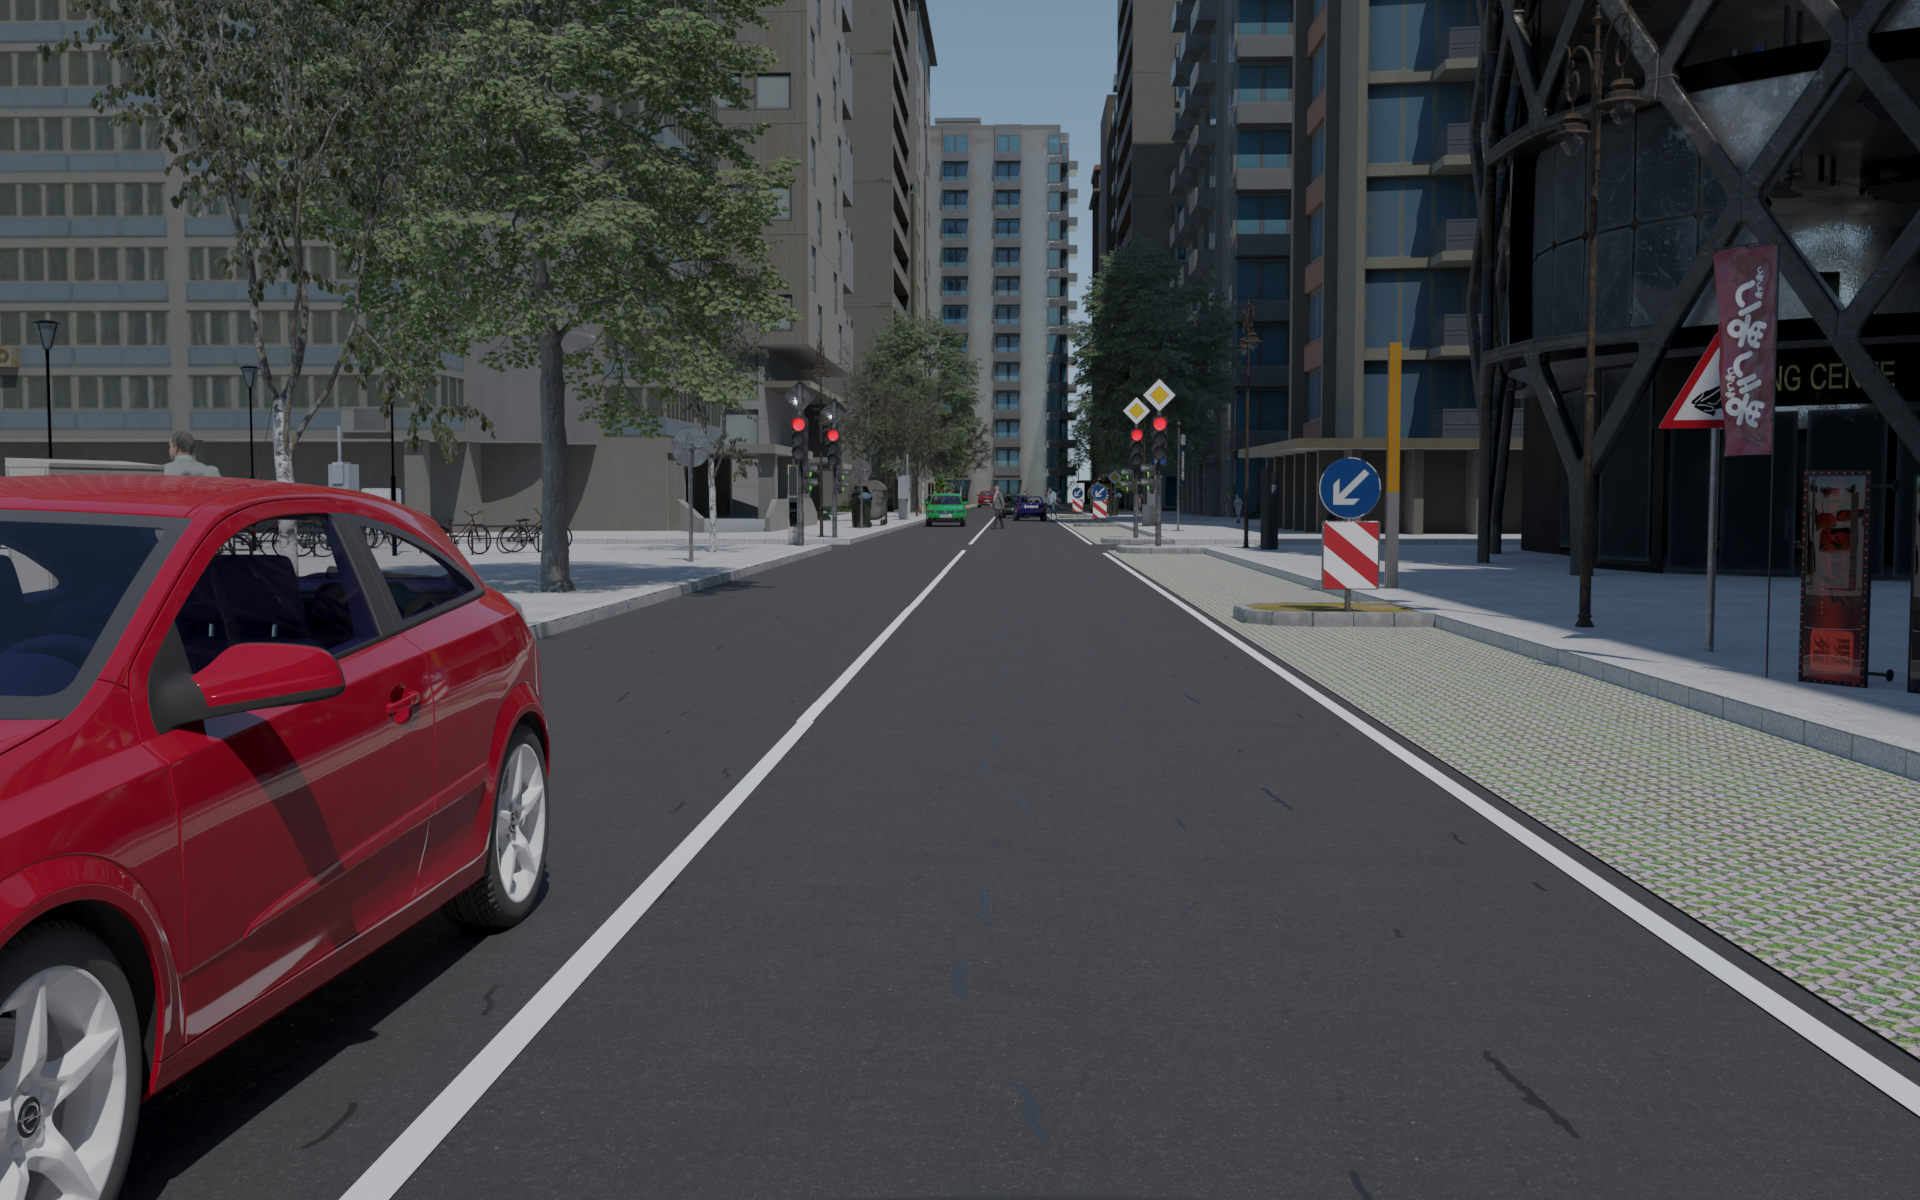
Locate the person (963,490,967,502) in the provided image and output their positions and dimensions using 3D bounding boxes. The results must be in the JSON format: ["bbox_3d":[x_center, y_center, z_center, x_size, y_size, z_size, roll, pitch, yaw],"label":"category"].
[{"bbox_3d":[0.518,-11.862,200.704,0.721,1.735,1.217,1,4,17],"label":"person"}]

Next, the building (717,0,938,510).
[{"bbox_3d":[-16.733,-36.363,183.769,27.495,52.752,28.713,0,4,2],"label":"building"}]

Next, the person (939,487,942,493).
[{"bbox_3d":[-1.604,-8.045,137.537,0.705,1.831,1.348,-1,4,-9],"label":"person"}]

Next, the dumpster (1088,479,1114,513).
[{"bbox_3d":[9.358,-6.956,116.218,1.502,2.255,1.985,0,4,2],"label":"dumpster"}]

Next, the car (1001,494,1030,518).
[{"bbox_3d":[3.367,-5.783,104.343,2.009,1.686,4.222,0,4,2],"label":"car"}]

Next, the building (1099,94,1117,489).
[{"bbox_3d":[22.612,-33.053,190.526,14.600,45.320,14.200,0,4,2],"label":"building"}]

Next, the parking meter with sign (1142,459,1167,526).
[{"bbox_3d":[7.731,-4.461,69.205,0.543,3.016,1.738,2,4,24],"label":"parking meter with sign"}]

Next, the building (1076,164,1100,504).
[{"bbox_3d":[29.529,-34.707,222.086,28.867,44.769,22.147,0,4,2],"label":"building"}]

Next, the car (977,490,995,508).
[{"bbox_3d":[2.892,-10.561,181.349,2.281,1.827,5.304,0,4,2],"label":"car"}]

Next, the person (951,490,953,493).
[{"bbox_3d":[-0.909,-11.780,198.778,0.705,1.807,1.348,-3,5,-44],"label":"person"}]

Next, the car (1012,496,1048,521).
[{"bbox_3d":[3.774,-4.946,93.447,1.945,1.354,3.894,0,3,0],"label":"car"}]

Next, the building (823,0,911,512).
[{"bbox_3d":[-15.206,-31.356,136.374,21.300,48.544,21.600,0,4,2],"label":"building"}]

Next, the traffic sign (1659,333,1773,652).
[{"bbox_3d":[6.108,-0.858,14.038,0.884,2.594,0.081,1,4,8],"label":"traffic sign"}]

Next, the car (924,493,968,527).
[{"bbox_3d":[-0.620,-4.184,77.199,1.959,1.807,4.718,0,4,0],"label":"car"}]

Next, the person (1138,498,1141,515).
[{"bbox_3d":[10.732,-5.735,104.482,0.362,1.253,0.373,3,5,42],"label":"person"}]

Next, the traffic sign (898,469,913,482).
[{"bbox_3d":[-2.774,-5.406,88.489,0.768,2.556,0.104,1,4,8],"label":"traffic sign"}]

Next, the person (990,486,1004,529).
[{"bbox_3d":[1.495,-3.818,71.319,0.834,1.777,0.661,-3,4,-37],"label":"person"}]

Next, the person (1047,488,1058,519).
[{"bbox_3d":[5.263,-5.489,98.511,0.793,1.790,0.793,1,4,12],"label":"person"}]

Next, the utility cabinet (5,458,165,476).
[{"bbox_3d":[-5.568,-0.150,11.135,0.318,1.500,1.173,1,4,8],"label":"utility cabinet"}]

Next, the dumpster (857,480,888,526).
[{"bbox_3d":[-3.632,-3.970,70.667,1.264,1.857,1.865,0,4,2],"label":"dumpster"}]

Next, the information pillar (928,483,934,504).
[{"bbox_3d":[-1.872,-6.527,111.212,0.304,2.012,0.304,3,4,39],"label":"information pillar"}]

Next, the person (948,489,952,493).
[{"bbox_3d":[-1.096,-10.951,185.101,1.348,1.823,0.705,-2,4,-34],"label":"person"}]

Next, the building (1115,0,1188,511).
[{"bbox_3d":[24.035,-31.664,141.405,21.300,48.544,21.600,0,4,2],"label":"building"}]

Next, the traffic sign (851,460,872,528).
[{"bbox_3d":[-3.669,-3.938,64.495,0.768,2.556,0.104,0,4,3],"label":"traffic sign"}]

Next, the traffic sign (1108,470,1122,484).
[{"bbox_3d":[8.522,-5.837,95.168,0.795,2.593,0.064,1,4,10],"label":"traffic sign"}]

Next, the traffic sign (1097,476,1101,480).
[{"bbox_3d":[9.951,-7.559,123.595,0.884,2.594,0.081,1,4,10],"label":"traffic sign"}]

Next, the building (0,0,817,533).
[{"bbox_3d":[-22.297,-22.809,64.805,32.217,40.220,23.993,0,4,2],"label":"building"}]

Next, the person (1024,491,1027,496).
[{"bbox_3d":[5.673,-8.466,147.723,0.445,1.727,0.742,-1,4,-19],"label":"person"}]

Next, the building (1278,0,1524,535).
[{"bbox_3d":[25.203,-24.947,62.511,28.867,44.769,22.147,0,4,2],"label":"building"}]

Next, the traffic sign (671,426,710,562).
[{"bbox_3d":[-5.083,-1.992,32.671,0.768,2.556,0.104,1,4,10],"label":"traffic sign"}]

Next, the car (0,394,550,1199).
[{"bbox_3d":[-2.409,0.286,4.357,2.155,1.783,4.494,0,4,3],"label":"car"}]

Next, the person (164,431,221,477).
[{"bbox_3d":[-6.457,-0.514,14.543,0.391,1.810,0.635,3,4,38],"label":"person"}]

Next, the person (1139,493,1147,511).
[{"bbox_3d":[13.580,-7.381,129.908,0.799,1.438,0.628,-1,4,-19],"label":"person"}]

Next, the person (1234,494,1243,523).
[{"bbox_3d":[12.245,-4.033,76.257,0.425,1.301,0.394,1,4,22],"label":"person"}]

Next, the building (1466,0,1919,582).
[{"bbox_3d":[17.672,-9.967,30.406,16.820,18.784,16.811,0,4,2],"label":"building"}]

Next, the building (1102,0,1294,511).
[{"bbox_3d":[26.251,-33.538,167.963,23.786,49.044,30.456,0,4,2],"label":"building"}]

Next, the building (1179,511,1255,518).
[{"bbox_3d":[24.662,-29.711,105.384,23.786,49.044,30.456,0,4,2],"label":"building"}]

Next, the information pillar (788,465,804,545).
[{"bbox_3d":[-4.126,-2.391,43.585,0.304,2.012,0.304,2,4,24],"label":"information pillar"}]

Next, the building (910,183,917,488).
[{"bbox_3d":[-11.223,-23.422,154.651,14.160,30.474,14.107,0,4,2],"label":"building"}]

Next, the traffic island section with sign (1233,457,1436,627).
[{"bbox_3d":[4.132,-0.664,19.492,1.989,1.847,2.006,0,4,2],"label":"traffic island section with sign"}]

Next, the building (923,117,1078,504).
[{"bbox_3d":[-0.290,-36.914,223.150,30.456,49.044,23.786,0,4,2],"label":"building"}]

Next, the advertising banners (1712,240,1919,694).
[{"bbox_3d":[5.882,-0.939,11.534,0.090,3.025,2.074,-2,4,-30],"label":"advertising banners"}]
